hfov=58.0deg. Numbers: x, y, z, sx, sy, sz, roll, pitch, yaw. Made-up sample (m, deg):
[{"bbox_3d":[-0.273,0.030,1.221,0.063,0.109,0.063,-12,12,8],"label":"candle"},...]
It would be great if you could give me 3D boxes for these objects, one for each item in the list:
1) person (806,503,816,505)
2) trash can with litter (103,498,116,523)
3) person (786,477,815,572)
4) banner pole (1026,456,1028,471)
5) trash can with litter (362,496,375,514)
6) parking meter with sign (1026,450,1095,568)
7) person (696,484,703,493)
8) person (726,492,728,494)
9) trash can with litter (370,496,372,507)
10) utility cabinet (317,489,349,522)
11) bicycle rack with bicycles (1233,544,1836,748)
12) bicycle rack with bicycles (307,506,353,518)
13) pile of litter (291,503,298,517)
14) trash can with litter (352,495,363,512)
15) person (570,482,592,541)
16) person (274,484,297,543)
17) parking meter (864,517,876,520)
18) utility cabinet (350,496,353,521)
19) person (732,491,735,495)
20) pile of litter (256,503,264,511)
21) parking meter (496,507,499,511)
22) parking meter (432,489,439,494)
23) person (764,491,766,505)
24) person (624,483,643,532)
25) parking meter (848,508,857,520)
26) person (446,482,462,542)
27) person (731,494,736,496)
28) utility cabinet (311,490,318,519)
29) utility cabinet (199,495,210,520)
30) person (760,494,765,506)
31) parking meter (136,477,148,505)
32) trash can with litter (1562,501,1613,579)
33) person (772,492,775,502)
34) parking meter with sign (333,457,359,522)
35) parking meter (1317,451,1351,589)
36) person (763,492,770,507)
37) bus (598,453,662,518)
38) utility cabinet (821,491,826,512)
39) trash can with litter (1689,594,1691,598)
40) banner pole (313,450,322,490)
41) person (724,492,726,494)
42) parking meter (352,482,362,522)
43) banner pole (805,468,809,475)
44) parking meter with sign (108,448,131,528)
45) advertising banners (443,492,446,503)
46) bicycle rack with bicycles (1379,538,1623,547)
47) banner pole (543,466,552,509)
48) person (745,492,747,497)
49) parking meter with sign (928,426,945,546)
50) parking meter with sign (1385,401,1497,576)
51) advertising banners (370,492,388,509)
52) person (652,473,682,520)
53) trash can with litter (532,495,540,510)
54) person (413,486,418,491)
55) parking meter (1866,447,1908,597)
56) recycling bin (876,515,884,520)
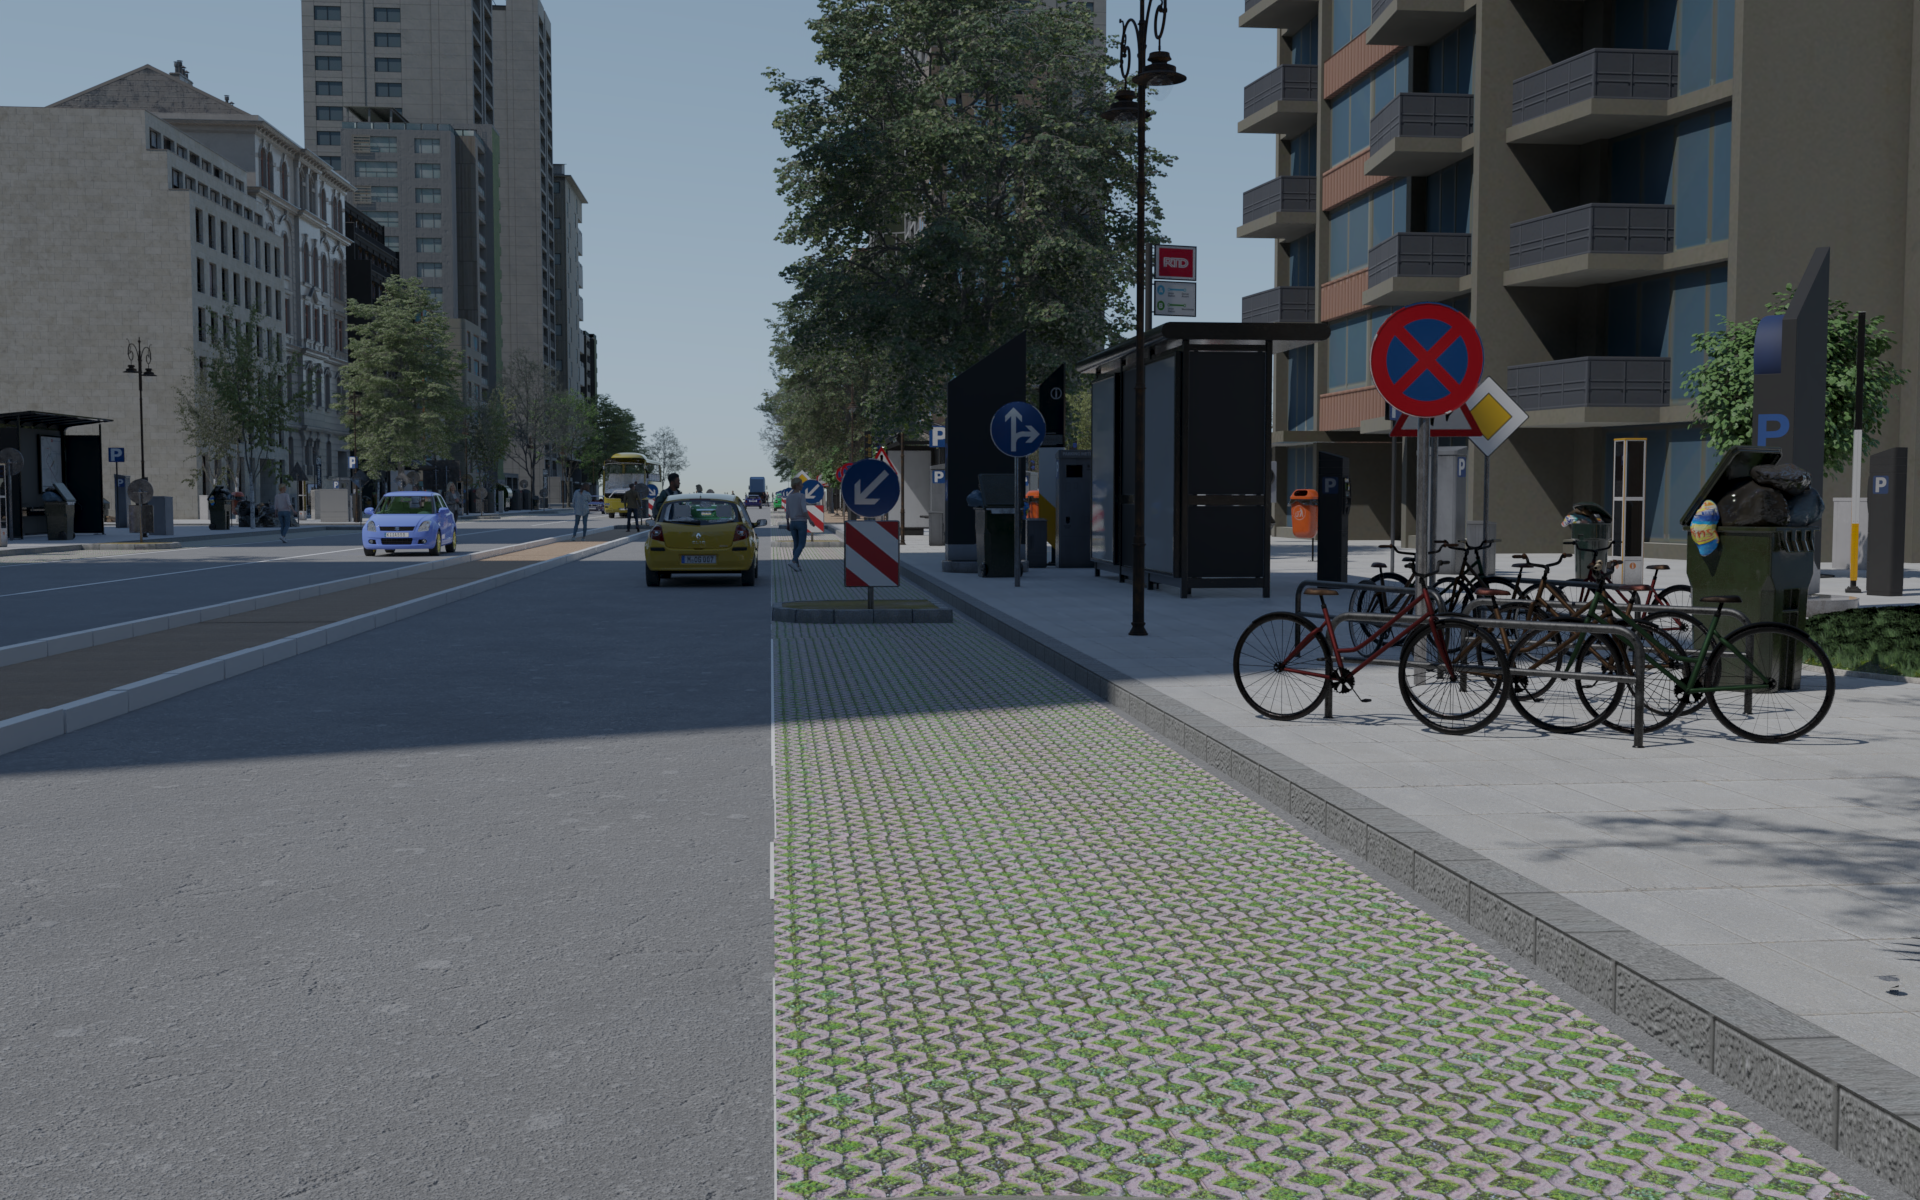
[{"bbox_3d":[-5.629,-3.375,64.037,0.716,1.782,0.532,-3,5,-42],"label":"person"},{"bbox_3d":[-38.387,-4.074,78.004,1.055,1.170,0.624,1,4,18],"label":"trash can with litter"},{"bbox_3d":[-2.991,-1.394,31.969,0.731,1.740,0.598,2,4,25],"label":"person"},{"bbox_3d":[2.840,-5.586,81.346,0.863,3.779,0.401,-2,4,-23],"label":"banner pole"},{"bbox_3d":[-38.155,-6.153,111.992,0.624,1.170,1.055,3,5,40],"label":"trash can with litter"},{"bbox_3d":[2.008,-2.071,30.117,1.738,3.016,0.543,0,4,-6],"label":"parking meter with sign"},{"bbox_3d":[-9.698,-3.409,64.425,0.728,1.800,0.709,1,4,16],"label":"person"},{"bbox_3d":[-41.383,-18.321,308.834,0.721,1.735,1.217,1,4,14],"label":"person"},{"bbox_3d":[-42.034,-6.974,125.084,2.233,1.210,1.678,1,4,14],"label":"trash can with litter"},{"bbox_3d":[-28.312,-4.262,78.363,1.173,1.500,0.318,-1,4,-17],"label":"utility cabinet"},{"bbox_3d":[3.383,0.221,9.772,2.925,0.926,2.852,3,5,42],"label":"bicycle rack with bicycles"},{"bbox_3d":[-34.408,-4.981,94.821,2.925,0.926,2.852,-1,4,-23],"label":"bicycle rack with bicycles"},{"bbox_3d":[-36.725,-5.002,95.755,1.176,0.858,1.719,-1,4,-12],"label":"pile of litter"},{"bbox_3d":[-36.241,-5.621,102.956,1.678,1.210,2.233,-1,4,-12],"label":"trash can with litter"},{"bbox_3d":[-11.511,-2.680,52.576,0.793,1.790,0.793,-3,4,-36],"label":"person"},{"bbox_3d":[-19.785,-2.542,50.732,0.731,1.740,0.598,0,4,0],"label":"person"},{"bbox_3d":[-2.852,-2.830,54.688,0.372,1.533,0.369,0,3,0],"label":"parking meter"},{"bbox_3d":[-29.030,-4.348,82.250,0.306,1.237,1.020,-1,4,-15],"label":"utility cabinet"},{"bbox_3d":[-25.016,-11.137,190.608,0.705,1.821,1.348,-3,4,-36],"label":"person"},{"bbox_3d":[-35.798,-4.555,88.444,1.719,0.858,1.176,1,4,20],"label":"pile of litter"},{"bbox_3d":[-34.334,-7.364,128.804,0.372,1.533,0.369,0,3,0],"label":"parking meter"},{"bbox_3d":[-28.605,-5.261,94.435,0.372,1.533,0.369,0,3,0],"label":"parking meter"},{"bbox_3d":[-25.328,-13.239,224.984,1.348,1.821,0.705,-1,4,-21],"label":"person"},{"bbox_3d":[-12.311,-3.477,65.258,0.656,1.842,0.836,-3,5,-39],"label":"person"},{"bbox_3d":[-4.322,-3.894,69.383,0.255,1.863,0.399,-2,4,-29],"label":"parking meter"},{"bbox_3d":[-15.208,-2.656,52.114,0.537,1.800,0.526,-3,5,-45],"label":"person"},{"bbox_3d":[-34.947,-15.731,266.529,1.217,1.723,0.721,-1,4,-18],"label":"person"},{"bbox_3d":[-32.641,-4.835,87.731,0.318,1.500,1.173,-2,4,-29],"label":"utility cabinet"},{"bbox_3d":[-37.652,-4.612,86.563,1.020,1.237,0.306,3,5,45],"label":"utility cabinet"},{"bbox_3d":[-24.464,-12.399,214.479,1.065,1.426,0.557,3,5,45],"label":"person"},{"bbox_3d":[-28.201,-3.302,59.694,0.399,1.863,0.255,0,4,0],"label":"parking meter"},{"bbox_3d":[9.647,-0.905,26.182,1.055,1.170,0.624,-3,4,-36],"label":"trash can with litter"},{"bbox_3d":[-33.159,-18.244,307.500,0.721,1.736,1.217,1,4,19],"label":"person"},{"bbox_3d":[-28.473,-5.101,79.658,0.543,3.016,1.738,2,4,24],"label":"parking meter with sign"},{"bbox_3d":[5.068,-1.086,23.465,0.399,1.863,0.255,2,4,32],"label":"parking meter"},{"bbox_3d":[-21.574,-11.234,192.971,0.445,1.727,0.742,3,5,43],"label":"person"},{"bbox_3d":[-20.174,-7.062,107.017,2.896,3.916,12.252,0,4,-5],"label":"bus"},{"bbox_3d":[-9.625,-6.931,122.005,0.318,1.500,1.173,-1,4,-9],"label":"utility cabinet"},{"bbox_3d":[9.842,-0.638,21.486,1.678,1.210,2.233,0,4,-1],"label":"trash can with litter"},{"bbox_3d":[-36.905,-6.694,99.467,0.401,3.779,0.863,1,4,17],"label":"banner pole"},{"bbox_3d":[-39.455,-17.210,290.593,1.217,1.736,0.721,1,4,10],"label":"person"},{"bbox_3d":[-27.464,-4.479,78.949,0.399,1.863,0.255,3,4,36],"label":"parking meter"},{"bbox_3d":[-13.040,-9.667,148.064,0.401,3.779,0.863,-3,4,-39],"label":"banner pole"},{"bbox_3d":[-31.733,-4.246,65.681,0.543,3.016,1.738,-1,4,-12],"label":"parking meter with sign"},{"bbox_3d":[-31.774,-6.783,107.097,0.090,3.025,2.074,-1,4,-9],"label":"advertising banners"},{"bbox_3d":[3.871,0.002,13.342,2.852,0.926,2.925,-1,4,-21],"label":"bicycle rack with bicycles"},{"bbox_3d":[-36.150,-9.886,151.654,0.863,3.779,0.401,-3,5,-40],"label":"banner pole"},{"bbox_3d":[-35.948,-17.216,290.899,0.530,1.710,0.541,0,4,-3],"label":"person"},{"bbox_3d":[-0.541,-2.887,43.465,0.543,3.016,1.738,0,4,2],"label":"parking meter with sign"},{"bbox_3d":[7.706,-1.923,27.708,1.738,3.016,0.543,3,5,39],"label":"parking meter with sign"},{"bbox_3d":[-40.945,-7.775,123.314,2.074,3.025,0.090,-3,4,-38],"label":"advertising banners"},{"bbox_3d":[-5.284,-1.445,32.103,0.794,1.824,0.713,-3,4,-37],"label":"person"},{"bbox_3d":[-35.556,-8.151,144.655,0.624,1.170,1.055,-1,4,-19],"label":"trash can with litter"},{"bbox_3d":[-20.633,-3.455,65.566,0.480,1.755,0.524,-1,4,-23],"label":"person"},{"bbox_3d":[11.661,-0.985,21.810,0.255,1.863,0.399,-1,4,-21],"label":"parking meter"},{"bbox_3d":[-4.160,-4.512,86.329,0.722,1.027,0.722,-1,4,-12],"label":"recycling bin"}]
